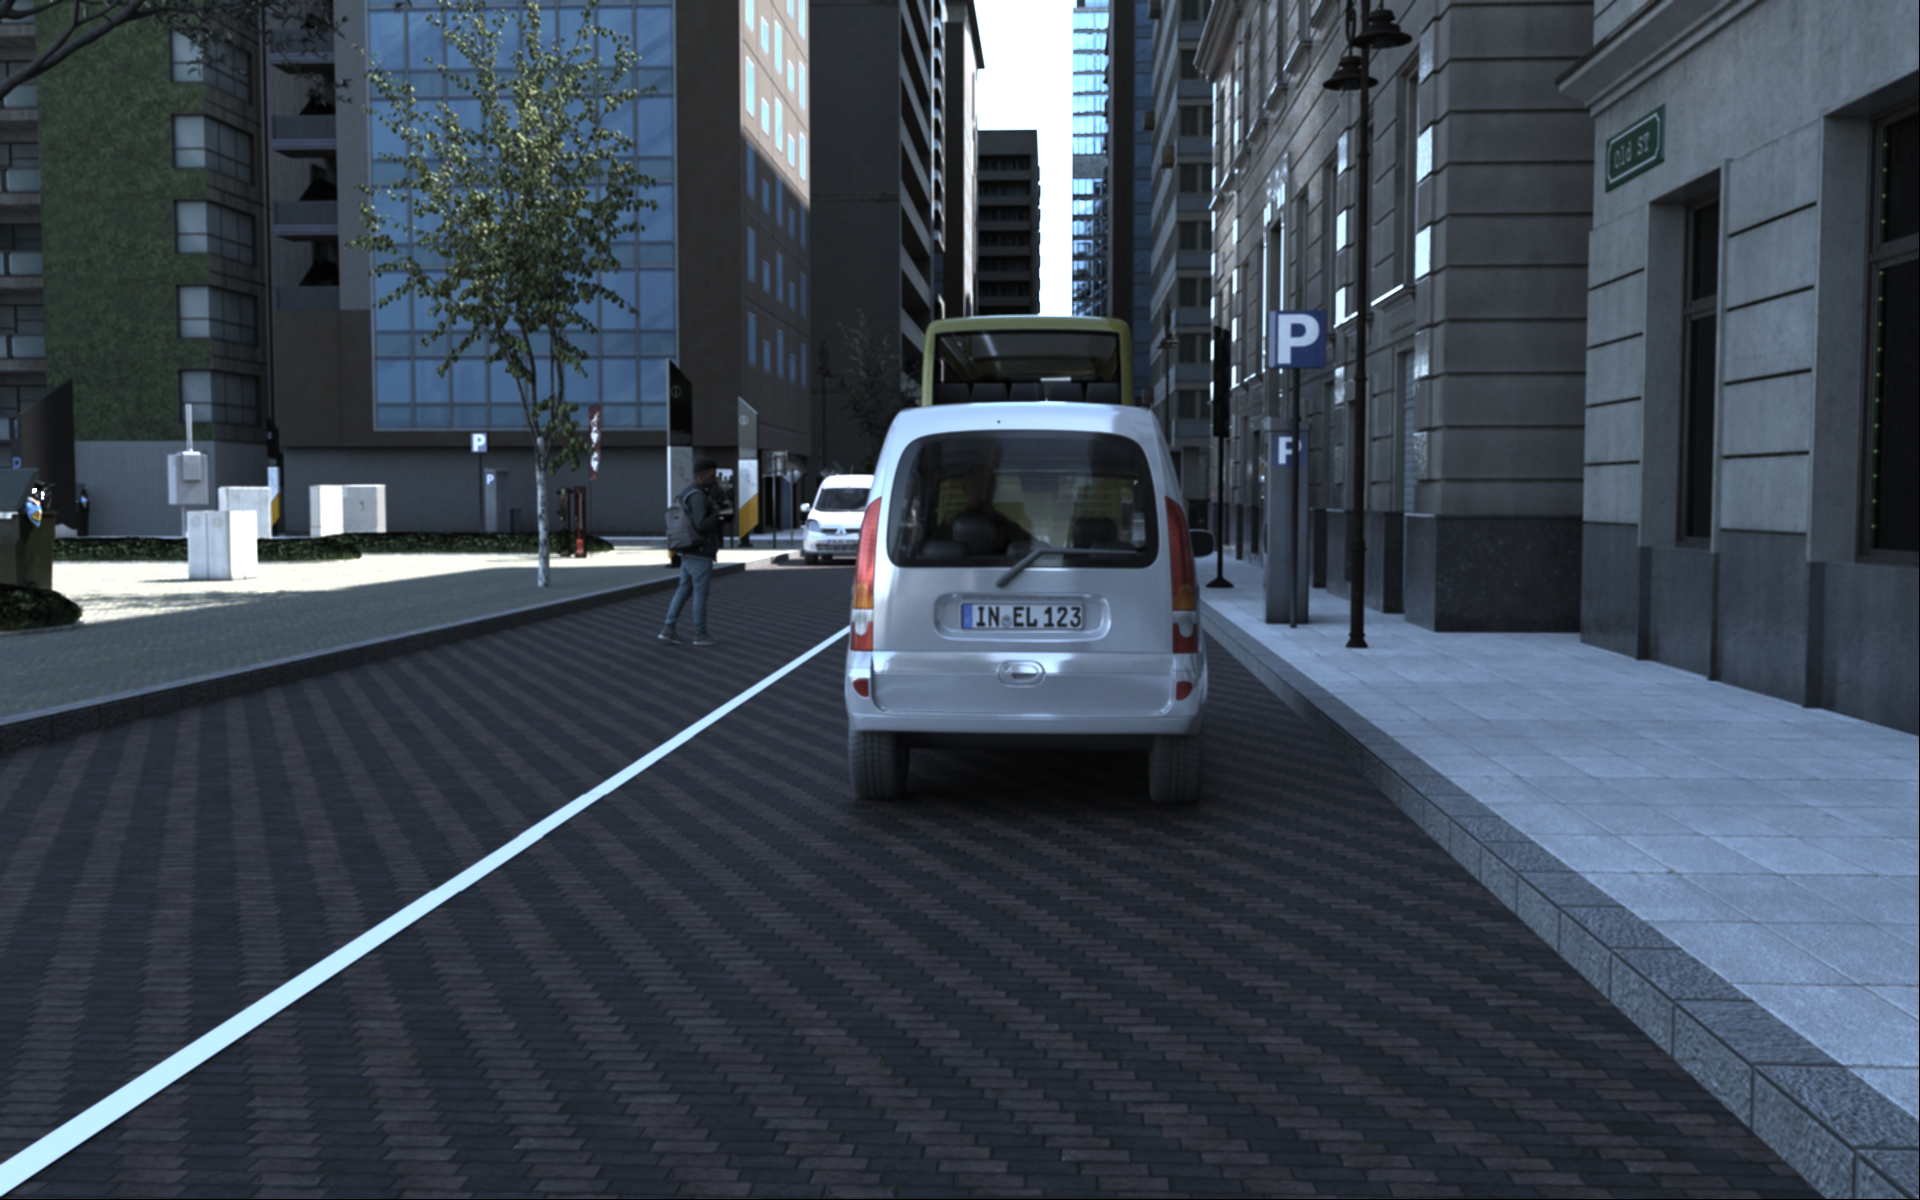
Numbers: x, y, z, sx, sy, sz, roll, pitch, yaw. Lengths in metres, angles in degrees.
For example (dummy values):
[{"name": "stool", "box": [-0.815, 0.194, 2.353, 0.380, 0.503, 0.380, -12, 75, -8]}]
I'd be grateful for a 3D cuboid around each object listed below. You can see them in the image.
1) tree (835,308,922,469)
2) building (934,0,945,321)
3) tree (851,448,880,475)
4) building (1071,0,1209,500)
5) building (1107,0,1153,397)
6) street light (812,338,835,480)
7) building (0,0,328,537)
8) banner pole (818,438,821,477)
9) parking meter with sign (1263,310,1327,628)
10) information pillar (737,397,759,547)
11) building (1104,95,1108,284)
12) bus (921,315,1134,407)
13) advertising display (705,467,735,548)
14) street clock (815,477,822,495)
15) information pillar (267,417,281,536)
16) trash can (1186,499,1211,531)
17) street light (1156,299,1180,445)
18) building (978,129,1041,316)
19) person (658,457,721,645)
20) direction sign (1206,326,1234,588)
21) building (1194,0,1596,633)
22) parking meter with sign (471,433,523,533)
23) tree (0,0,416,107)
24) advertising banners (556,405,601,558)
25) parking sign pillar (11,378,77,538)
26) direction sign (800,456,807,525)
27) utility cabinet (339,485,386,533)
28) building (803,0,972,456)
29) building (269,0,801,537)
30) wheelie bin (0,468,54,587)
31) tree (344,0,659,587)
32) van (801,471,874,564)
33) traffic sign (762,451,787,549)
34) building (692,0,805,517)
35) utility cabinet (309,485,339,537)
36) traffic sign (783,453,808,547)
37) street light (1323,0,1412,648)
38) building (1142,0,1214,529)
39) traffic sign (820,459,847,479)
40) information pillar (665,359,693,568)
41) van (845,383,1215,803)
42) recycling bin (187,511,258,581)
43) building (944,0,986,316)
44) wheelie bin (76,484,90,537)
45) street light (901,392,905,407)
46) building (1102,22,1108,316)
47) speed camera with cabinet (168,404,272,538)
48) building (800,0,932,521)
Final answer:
[{"name": "tree", "box": [-3.114, -7.229, 68.551, 4.360, 8.622, 3.978, 0, 3, 0]}, {"name": "building", "box": [-11.202, -50.566, 139.433, 22.319, 86.520, 31.000, 0, 4, 3]}, {"name": "tree", "box": [-3.860, -4.798, 73.042, 1.663, 3.219, 1.824, 0, 3, 0]}, {"name": "building", "box": [25.687, -55.349, 217.628, 31.000, 86.520, 22.319, 0, 4, 3]}, {"name": "building", "box": [18.325, -29.455, 131.703, 14.600, 45.320, 14.200, 0, 4, 3]}, {"name": "street light", "box": [-4.048, -4.818, 51.554, 0.468, 5.910, 1.993, 0, 4, 3]}, {"name": "building", "box": [-28.873, -22.922, 58.373, 14.086, 41.232, 14.154, 0, 4, 3]}, {"name": "banner pole", "box": [-6.301, -5.365, 77.730, 0.401, 3.779, 0.863, -1, 4, -10]}, {"name": "parking meter with sign", "box": [3.294, -1.289, 17.341, 0.543, 3.016, 1.738, 0, 4, 7]}, {"name": "information pillar", "box": [-5.119, -3.085, 41.802, 0.504, 3.616, 0.183, 1, 4, 10]}, {"name": "building", "box": [26.560, -34.430, 182.532, 23.786, 49.044, 30.456, 0, 4, 3]}, {"name": "bus", "box": [1.144, -2.140, 26.533, 2.896, 3.916, 12.252, 0, 4, 3]}, {"name": "advertising display", "box": [-5.792, -2.189, 41.007, 0.974, 1.923, 0.123, -2, 4, -35]}, {"name": "street clock", "box": [-6.086, -4.309, 75.021, 0.358, 2.002, 0.471, 0, 4, -5]}, {"name": "information pillar", "box": [-20.832, -3.744, 52.562, 0.504, 3.616, 0.183, 2, 4, 33]}, {"name": "trash can", "box": [6.904, -2.346, 50.017, 0.748, 1.137, 0.748, 0, 3, 0]}, {"name": "street light", "box": [4.931, -4.186, 41.234, 0.468, 5.910, 1.993, 0, 4, 3]}, {"name": "building", "box": [-0.575, -36.483, 220.193, 21.600, 48.544, 21.300, 0, 4, 3]}, {"name": "person", "box": [-2.501, -0.465, 16.448, 0.721, 1.781, 0.623, -3, 4, -38]}, {"name": "direction sign", "box": [3.583, -1.943, 23.773, 0.379, 3.537, 0.876, 1, 4, 21]}, {"name": "building", "box": [10.706, -14.051, 27.002, 12.463, 27.353, 25.104, 0, 4, 3]}, {"name": "parking meter with sign", "box": [-13.425, -3.309, 50.370, 0.543, 3.016, 1.738, 1, 4, 21]}, {"name": "tree", "box": [-7.288, -6.135, 10.670, 12.009, 13.543, 11.850, 0, 3, 0]}, {"name": "advertising banners", "box": [-7.684, -2.370, 34.941, 0.090, 3.025, 2.074, -3, 4, -36]}, {"name": "parking sign pillar", "box": [-21.102, -3.144, 39.876, 1.447, 3.967, 1.447, 2, 4, 28]}, {"name": "direction sign", "box": [-6.509, -4.884, 71.850, 0.379, 3.537, 0.876, 1, 4, 16]}, {"name": "utility cabinet", "box": [-14.386, -2.025, 41.787, 1.173, 1.500, 0.318, 2, 4, 30]}, {"name": "building", "box": [-6.145, -31.370, 163.003, 14.600, 45.320, 14.200, 0, 4, 3]}, {"name": "building", "box": [-12.879, -24.893, 57.111, 14.600, 45.320, 14.200, 0, 4, 3]}, {"name": "wheelie bin", "box": [-11.559, -0.815, 21.232, 0.980, 1.594, 0.693, 1, 4, 14]}, {"name": "tree", "box": [-5.906, -4.477, 23.562, 4.737, 8.622, 4.395, 0, 3, 0]}, {"name": "van", "box": [-2.287, -1.810, 36.597, 2.013, 2.044, 4.112, 0, 4, 2]}, {"name": "traffic sign", "box": [-4.365, -2.360, 40.720, 0.606, 2.300, 0.079, 1, 4, 9]}, {"name": "building", "box": [-9.130, -28.546, 116.844, 14.600, 45.320, 14.200, 0, 4, 3]}, {"name": "utility cabinet", "box": [-15.630, -2.096, 42.954, 0.318, 1.500, 1.173, 1, 4, 17]}, {"name": "traffic sign", "box": [-4.094, -2.356, 42.156, 0.795, 2.450, 0.064, 0, 4, 3]}, {"name": "street light", "box": [3.323, -2.540, 14.324, 0.468, 5.910, 1.993, 0, 4, 3]}, {"name": "building", "box": [19.575, -22.936, 66.886, 23.993, 40.220, 32.217, 0, 4, 3]}, {"name": "traffic sign", "box": [-3.650, -2.843, 50.129, 0.795, 2.450, 0.064, 0, 4, 3]}, {"name": "information pillar", "box": [-4.890, -2.375, 30.183, 0.504, 3.616, 0.183, -3, 5, -44]}, {"name": "van", "box": [0.417, -0.149, 9.454, 2.013, 2.044, 4.112, 0, 4, 4]}, {"name": "recycling bin", "box": [-11.067, -0.822, 25.993, 0.722, 1.027, 0.722, 1, 4, 11]}, {"name": "building", "box": [-11.596, -36.469, 185.511, 27.495, 52.752, 28.713, 0, 4, 3]}, {"name": "wheelie bin", "box": [-26.539, -2.689, 51.874, 0.980, 1.594, 0.693, 0, 4, 2]}, {"name": "street light", "box": [-2.569, -6.464, 78.471, 0.468, 5.910, 1.993, 0, 4, 3]}, {"name": "building", "box": [23.796, -30.492, 153.163, 22.147, 44.769, 28.867, 0, 4, 3]}, {"name": "speed camera with cabinet", "box": [-16.526, -2.711, 38.667, 2.038, 3.252, 0.660, -3, 5, -41]}, {"name": "building", "box": [-12.854, -28.585, 91.060, 21.300, 48.544, 21.600, 0, 4, 3]}]
